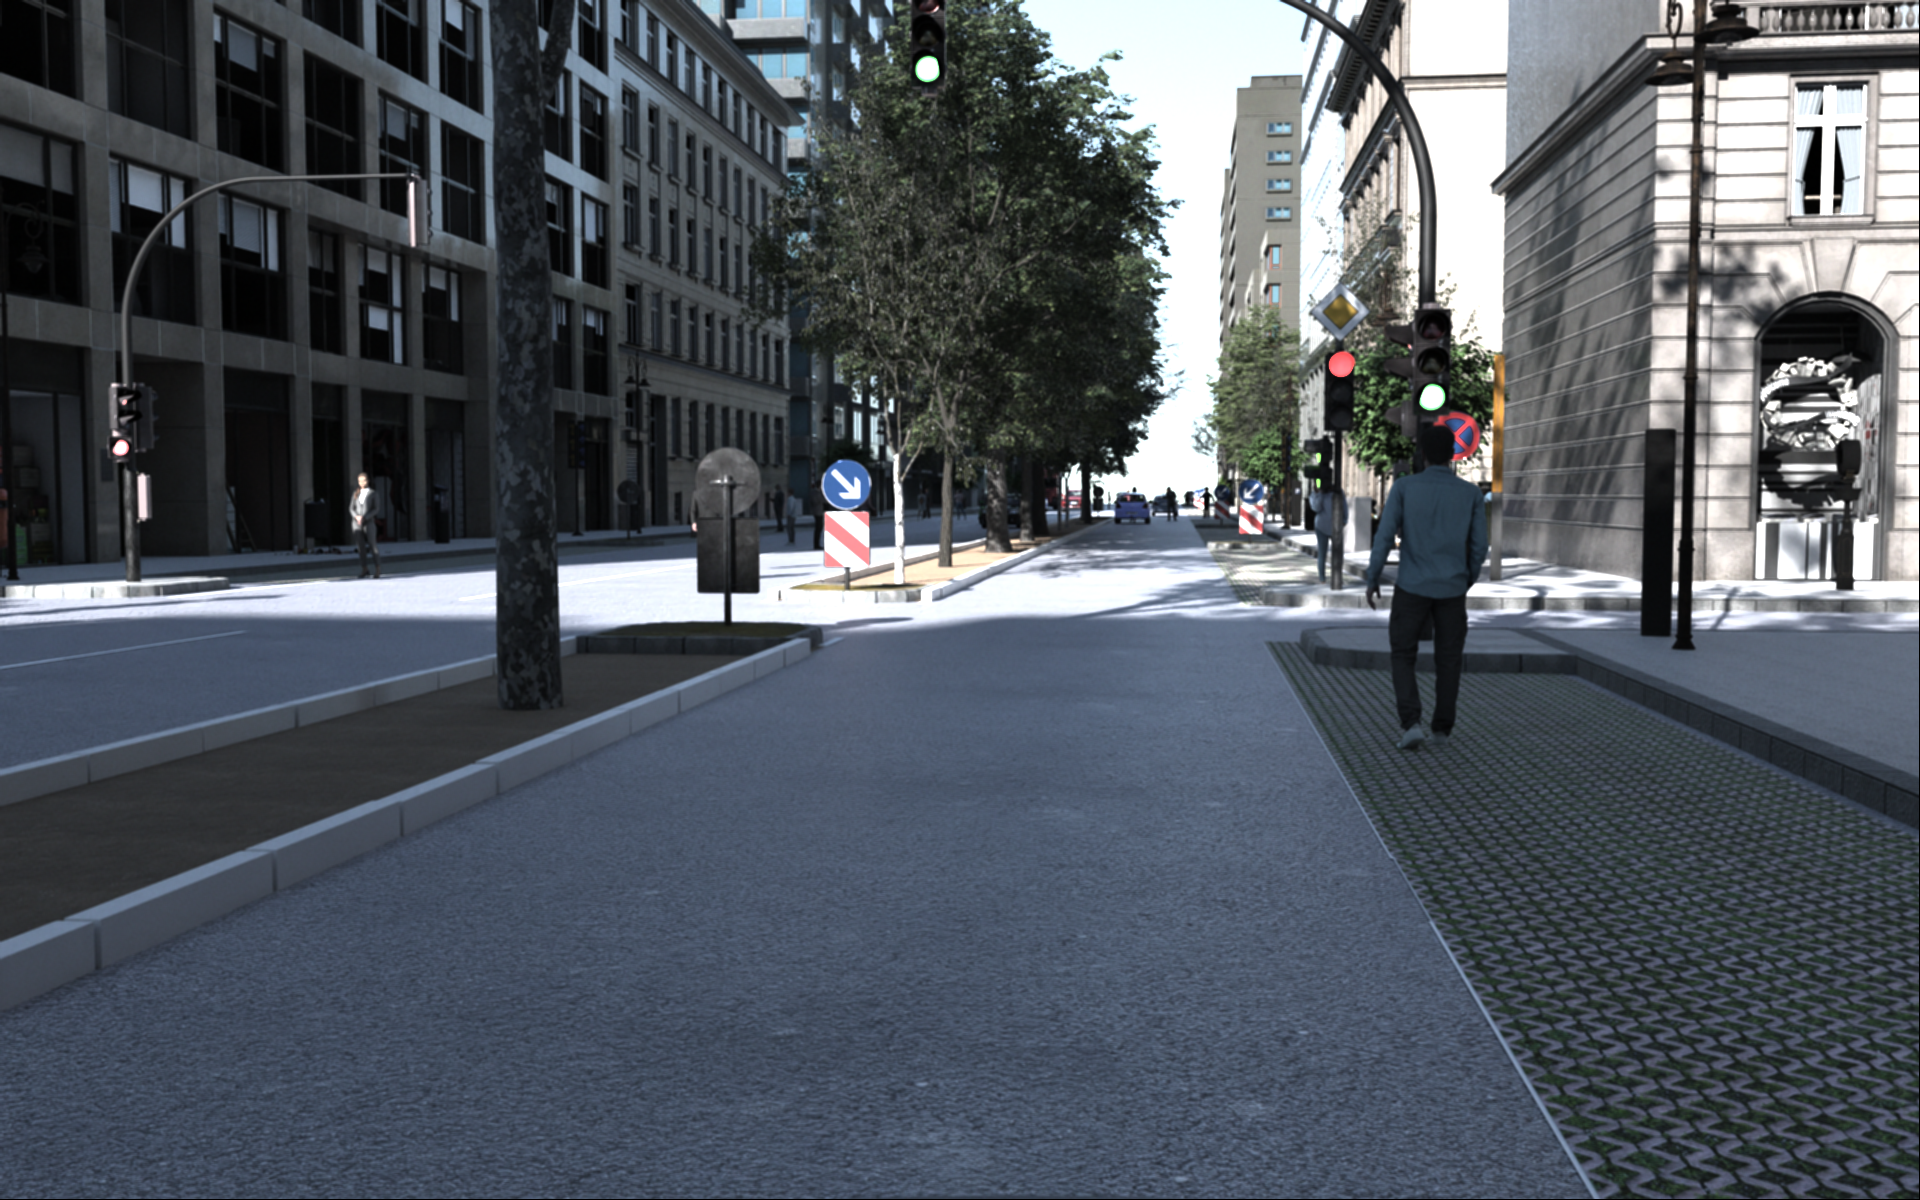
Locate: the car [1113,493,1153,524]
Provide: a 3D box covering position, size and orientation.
[{"bbox_3d":[8.462,-4.599,84.785,1.945,1.707,3.694,0,4,7],"label":"car"}]

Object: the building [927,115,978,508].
[{"bbox_3d":[-6.052,-29.503,165.968,14.154,41.232,14.086,0,4,7],"label":"building"}]

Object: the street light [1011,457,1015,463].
[{"bbox_3d":[5.673,-12.988,185.144,0.468,5.910,1.993,0,4,7],"label":"street light"}]

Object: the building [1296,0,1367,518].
[{"bbox_3d":[22.541,-18.582,81.306,11.434,29.767,29.804,0,4,7],"label":"building"}]

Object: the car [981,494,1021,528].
[{"bbox_3d":[1.963,-3.920,73.876,2.009,1.686,4.222,1,4,9],"label":"car"}]

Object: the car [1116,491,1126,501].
[{"bbox_3d":[22.212,-13.808,234.439,2.281,1.827,5.304,0,4,6],"label":"car"}]

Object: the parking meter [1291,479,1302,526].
[{"bbox_3d":[13.447,-3.883,69.201,0.399,1.863,0.255,-1,4,-12],"label":"parking meter"}]

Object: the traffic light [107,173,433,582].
[{"bbox_3d":[-9.974,-3.076,24.954,4.771,5.953,1.251,0,4,7],"label":"traffic light"}]

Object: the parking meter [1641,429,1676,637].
[{"bbox_3d":[6.347,-0.614,15.745,0.255,1.863,0.399,1,4,21],"label":"parking meter"}]

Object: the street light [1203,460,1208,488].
[{"bbox_3d":[32.243,-15.479,225.867,0.468,5.910,1.993,0,4,7],"label":"street light"}]

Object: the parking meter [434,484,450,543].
[{"bbox_3d":[-13.496,-2.244,45.100,0.372,1.533,0.369,0,3,0],"label":"parking meter"}]

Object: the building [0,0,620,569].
[{"bbox_3d":[-23.762,-14.734,45.425,19.350,26.468,34.151,0,4,7],"label":"building"}]

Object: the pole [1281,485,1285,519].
[{"bbox_3d":[16.551,-5.798,88.636,0.158,3.312,0.155,0,3,0],"label":"pole"}]

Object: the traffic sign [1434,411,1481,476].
[{"bbox_3d":[7.606,-1.626,26.693,0.768,2.556,0.104,1,4,14],"label":"traffic sign"}]

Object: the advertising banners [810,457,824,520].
[{"bbox_3d":[-6.784,-5.343,83.545,0.090,3.025,2.074,1,4,19],"label":"advertising banners"}]

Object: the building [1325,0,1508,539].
[{"bbox_3d":[18.238,-11.793,57.444,10.561,19.102,19.286,0,4,7],"label":"building"}]

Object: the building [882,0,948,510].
[{"bbox_3d":[-15.679,-34.046,145.895,28.713,52.752,27.495,0,4,7],"label":"building"}]

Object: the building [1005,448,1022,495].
[{"bbox_3d":[1.097,-33.020,223.465,14.154,41.232,14.086,0,4,7],"label":"building"}]

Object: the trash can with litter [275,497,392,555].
[{"bbox_3d":[-13.400,-1.595,37.137,2.233,1.210,1.678,0,4,-7],"label":"trash can with litter"}]

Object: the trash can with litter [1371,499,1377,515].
[{"bbox_3d":[10.235,-2.011,44.269,0.624,1.170,1.055,-1,4,-9],"label":"trash can with litter"}]

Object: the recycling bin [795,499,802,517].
[{"bbox_3d":[-9.391,-5.220,97.907,0.722,1.027,0.722,2,4,25],"label":"recycling bin"}]

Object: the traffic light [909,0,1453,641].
[{"bbox_3d":[1.953,-2.483,15.273,4.771,5.953,1.251,0,4,7],"label":"traffic light"}]

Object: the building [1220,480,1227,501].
[{"bbox_3d":[49.668,-32.302,220.020,32.217,40.220,23.993,0,4,7],"label":"building"}]

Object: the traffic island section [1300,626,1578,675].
[{"bbox_3d":[4.079,0.429,15.266,2.009,0.180,2.903,0,4,7],"label":"traffic island section"}]

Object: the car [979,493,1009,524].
[{"bbox_3d":[1.976,-4.590,83.847,1.959,1.807,4.718,0,4,7],"label":"car"}]

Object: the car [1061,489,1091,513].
[{"bbox_3d":[9.110,-7.746,135.318,2.281,1.827,5.304,1,4,9],"label":"car"}]

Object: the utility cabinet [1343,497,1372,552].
[{"bbox_3d":[8.847,-1.678,38.591,0.306,1.237,1.020,2,4,33],"label":"utility cabinet"}]

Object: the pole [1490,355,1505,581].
[{"bbox_3d":[7.909,-1.935,25.478,0.158,3.312,0.155,0,3,0],"label":"pole"}]

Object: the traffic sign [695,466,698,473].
[{"bbox_3d":[-9.327,-3.717,62.901,0.606,2.300,0.079,1,4,15],"label":"traffic sign"}]

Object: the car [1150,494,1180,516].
[{"bbox_3d":[13.456,-6.227,113.822,2.014,1.417,4.499,0,4,6],"label":"car"}]

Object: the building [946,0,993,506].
[{"bbox_3d":[-6.562,-54.283,200.202,22.319,86.520,31.000,0,4,7],"label":"building"}]

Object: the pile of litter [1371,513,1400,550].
[{"bbox_3d":[9.725,-1.603,40.170,1.176,0.858,1.719,-2,4,-24],"label":"pile of litter"}]

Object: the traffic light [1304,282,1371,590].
[{"bbox_3d":[5.022,-2.089,23.082,0.839,4.253,0.868,0,4,7],"label":"traffic light"}]

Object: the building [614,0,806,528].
[{"bbox_3d":[-17.870,-14.912,77.094,16.112,22.955,30.059,0,4,7],"label":"building"}]

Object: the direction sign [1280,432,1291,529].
[{"bbox_3d":[11.935,-4.371,63.465,0.379,3.537,0.876,2,4,32],"label":"direction sign"}]

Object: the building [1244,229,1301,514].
[{"bbox_3d":[35.506,-17.181,125.949,27.650,21.520,28.899,0,4,7],"label":"building"}]

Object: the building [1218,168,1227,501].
[{"bbox_3d":[47.363,-37.876,242.978,21.300,48.544,21.600,0,4,7],"label":"building"}]

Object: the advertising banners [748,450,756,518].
[{"bbox_3d":[-8.449,-4.533,70.301,0.090,3.025,2.074,0,4,1],"label":"advertising banners"}]

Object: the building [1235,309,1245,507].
[{"bbox_3d":[39.125,-18.931,154.566,27.650,21.520,28.899,0,4,7],"label":"building"}]

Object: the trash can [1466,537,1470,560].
[{"bbox_3d":[7.219,-0.828,25.199,0.748,1.137,0.748,0,3,0],"label":"trash can"}]

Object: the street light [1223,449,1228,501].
[{"bbox_3d":[22.025,-10.432,143.350,0.468,5.910,1.993,0,4,7],"label":"street light"}]

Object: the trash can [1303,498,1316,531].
[{"bbox_3d":[12.319,-2.981,60.394,0.748,1.137,0.748,0,3,0],"label":"trash can"}]

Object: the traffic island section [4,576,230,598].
[{"bbox_3d":[-12.099,-0.186,25.315,2.009,0.180,2.903,0,4,7],"label":"traffic island section"}]

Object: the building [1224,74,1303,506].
[{"bbox_3d":[41.634,-35.052,196.806,21.300,48.544,21.600,0,4,7],"label":"building"}]

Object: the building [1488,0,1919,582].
[{"bbox_3d":[22.202,-11.453,29.058,24.055,21.916,13.314,0,4,7],"label":"building"}]

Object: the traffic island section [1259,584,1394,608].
[{"bbox_3d":[5.061,-0.056,23.191,2.009,0.180,2.903,0,4,7],"label":"traffic island section"}]

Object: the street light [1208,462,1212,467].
[{"bbox_3d":[28.567,-13.630,195.645,0.468,5.910,1.993,0,4,7],"label":"street light"}]

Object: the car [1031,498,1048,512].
[{"bbox_3d":[6.045,-7.882,138.464,1.945,1.707,3.694,1,4,9],"label":"car"}]

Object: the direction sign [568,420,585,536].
[{"bbox_3d":[-11.781,-3.747,53.262,0.379,3.537,0.876,1,4,21],"label":"direction sign"}]

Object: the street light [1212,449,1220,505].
[{"bbox_3d":[25.717,-12.247,173.033,0.468,5.910,1.993,0,4,7],"label":"street light"}]

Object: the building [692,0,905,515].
[{"bbox_3d":[-16.760,-30.369,116.139,23.786,49.044,30.456,0,4,7],"label":"building"}]
